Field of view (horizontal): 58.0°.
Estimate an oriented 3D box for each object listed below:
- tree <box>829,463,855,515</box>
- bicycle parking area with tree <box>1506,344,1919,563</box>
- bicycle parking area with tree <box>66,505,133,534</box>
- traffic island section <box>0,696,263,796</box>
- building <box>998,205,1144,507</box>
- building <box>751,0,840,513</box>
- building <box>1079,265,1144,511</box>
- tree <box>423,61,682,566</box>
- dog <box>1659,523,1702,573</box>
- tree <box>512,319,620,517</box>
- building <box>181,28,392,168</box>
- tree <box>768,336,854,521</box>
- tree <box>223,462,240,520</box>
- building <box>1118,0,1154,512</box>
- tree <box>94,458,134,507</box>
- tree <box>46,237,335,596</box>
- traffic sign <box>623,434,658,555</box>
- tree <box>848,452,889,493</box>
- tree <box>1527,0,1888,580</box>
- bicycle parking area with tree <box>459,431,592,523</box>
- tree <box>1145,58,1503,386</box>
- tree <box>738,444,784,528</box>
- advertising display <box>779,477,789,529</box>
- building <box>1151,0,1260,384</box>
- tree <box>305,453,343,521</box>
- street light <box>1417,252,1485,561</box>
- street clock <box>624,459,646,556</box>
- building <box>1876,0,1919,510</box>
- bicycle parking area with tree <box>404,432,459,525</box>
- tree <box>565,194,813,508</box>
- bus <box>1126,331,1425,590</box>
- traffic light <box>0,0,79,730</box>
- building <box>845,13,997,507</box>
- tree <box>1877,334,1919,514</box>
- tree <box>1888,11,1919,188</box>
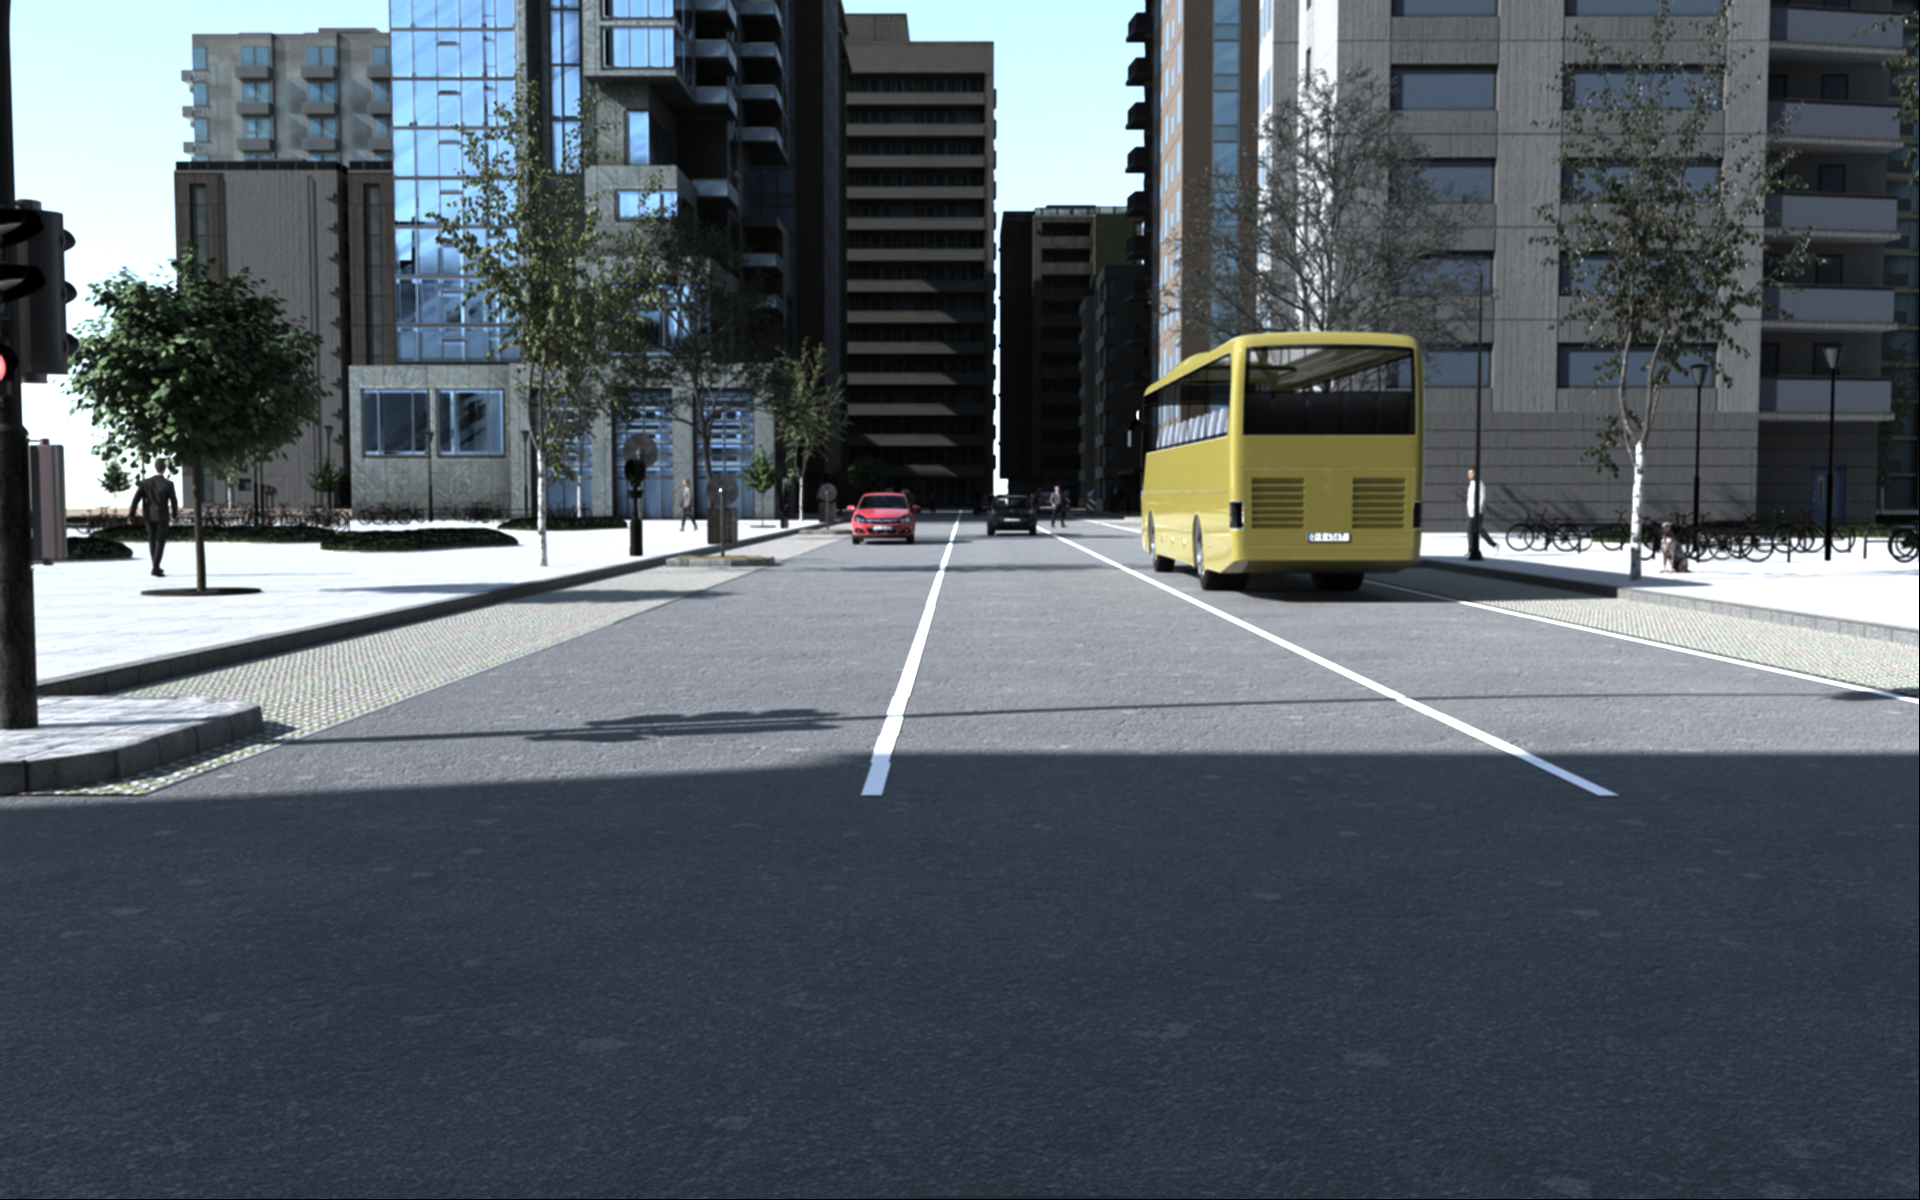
[{"bbox_3d":[-7.427,-6.823,106.163,1.663,3.219,1.824,0,3,0],"label":"tree"},{"bbox_3d":[16.391,-2.989,35.871,9.016,4.147,8.231,1,4,9],"label":"bicycle parking area with tree"},{"bbox_3d":[-24.653,-4.253,56.539,9.016,4.147,8.231,2,4,30],"label":"bicycle parking area with tree"},{"bbox_3d":[-5.195,0.781,9.513,2.009,0.180,2.903,0,4,0],"label":"traffic island section"},{"bbox_3d":[11.020,-24.720,175.880,14.107,30.474,14.160,0,4,0],"label":"building"},{"bbox_3d":[-15.940,-28.874,122.194,14.600,45.320,14.200,0,4,0],"label":"building"},{"bbox_3d":[24.747,-18.363,145.274,27.650,21.520,28.899,0,4,0],"label":"building"},{"bbox_3d":[-7.196,-4.909,30.625,4.737,8.622,4.395,0,3,0],"label":"tree"},{"bbox_3d":[11.767,-0.847,28.228,0.800,0.831,0.513,1,4,11],"label":"dog"},{"bbox_3d":[-15.796,-7.363,70.743,4.360,8.622,3.978,0,3,0],"label":"tree"},{"bbox_3d":[-62.670,-34.325,180.828,30.456,49.044,23.786,0,4,0],"label":"building"},{"bbox_3d":[-7.363,-8.042,81.857,4.737,8.622,4.395,0,3,0],"label":"tree"},{"bbox_3d":[-34.644,-8.020,81.489,4.737,8.622,4.395,0,3,0],"label":"tree"},{"bbox_3d":[22.607,-28.203,115.743,22.147,44.769,28.867,0,4,0],"label":"building"},{"bbox_3d":[-39.036,-5.209,79.772,1.663,3.219,1.824,0,3,0],"label":"tree"},{"bbox_3d":[-9.898,-2.367,22.406,4.285,4.588,4.351,0,3,0],"label":"tree"},{"bbox_3d":[-6.774,-2.237,36.686,0.768,2.556,0.104,0,4,7],"label":"traffic sign"},{"bbox_3d":[-7.173,-9.242,134.827,4.285,4.588,4.351,0,3,0],"label":"tree"},{"bbox_3d":[10.282,-4.605,25.660,4.360,8.622,3.978,0,3,0],"label":"tree"},{"bbox_3d":[-22.024,-5.658,79.504,8.231,4.147,9.016,2,4,33],"label":"bicycle parking area with tree"},{"bbox_3d":[10.341,-8.498,49.312,12.009,13.543,11.850,0,3,0],"label":"tree"},{"bbox_3d":[-7.728,-4.401,66.551,1.663,3.219,1.824,0,3,0],"label":"tree"},{"bbox_3d":[-6.579,-3.647,64.843,0.123,1.923,0.974,1,4,9],"label":"advertising display"},{"bbox_3d":[18.108,-27.139,93.835,14.600,45.320,14.200,0,4,0],"label":"building"},{"bbox_3d":[-30.182,-5.384,82.630,1.663,3.219,1.824,0,3,0],"label":"tree"},{"bbox_3d":[9.452,-3.720,33.369,1.470,5.913,1.316,0,4,0],"label":"street light"},{"bbox_3d":[-6.719,-1.913,35.853,0.358,2.002,0.471,-3,5,-43],"label":"street clock"},{"bbox_3d":[67.063,-30.175,147.985,28.867,44.769,22.147,0,4,0],"label":"building"},{"bbox_3d":[-26.838,-5.101,70.395,9.016,4.147,8.231,1,4,22],"label":"bicycle parking area with tree"},{"bbox_3d":[-8.051,-7.330,54.251,7.601,10.594,8.767,1,4,19],"label":"tree"},{"bbox_3d":[4.778,-2.268,28.621,2.896,3.916,12.252,0,4,0],"label":"bus"},{"bbox_3d":[-3.063,-2.125,9.405,4.771,5.953,1.251,0,4,0],"label":"traffic light"},{"bbox_3d":[-7.155,-33.988,179.403,21.600,48.544,21.300,0,4,0],"label":"building"},{"bbox_3d":[41.999,-7.878,79.164,4.737,8.622,4.395,0,3,0],"label":"tree"},{"bbox_3d":[10.988,-4.088,17.206,4.360,8.622,3.978,0,3,0],"label":"tree"}]
